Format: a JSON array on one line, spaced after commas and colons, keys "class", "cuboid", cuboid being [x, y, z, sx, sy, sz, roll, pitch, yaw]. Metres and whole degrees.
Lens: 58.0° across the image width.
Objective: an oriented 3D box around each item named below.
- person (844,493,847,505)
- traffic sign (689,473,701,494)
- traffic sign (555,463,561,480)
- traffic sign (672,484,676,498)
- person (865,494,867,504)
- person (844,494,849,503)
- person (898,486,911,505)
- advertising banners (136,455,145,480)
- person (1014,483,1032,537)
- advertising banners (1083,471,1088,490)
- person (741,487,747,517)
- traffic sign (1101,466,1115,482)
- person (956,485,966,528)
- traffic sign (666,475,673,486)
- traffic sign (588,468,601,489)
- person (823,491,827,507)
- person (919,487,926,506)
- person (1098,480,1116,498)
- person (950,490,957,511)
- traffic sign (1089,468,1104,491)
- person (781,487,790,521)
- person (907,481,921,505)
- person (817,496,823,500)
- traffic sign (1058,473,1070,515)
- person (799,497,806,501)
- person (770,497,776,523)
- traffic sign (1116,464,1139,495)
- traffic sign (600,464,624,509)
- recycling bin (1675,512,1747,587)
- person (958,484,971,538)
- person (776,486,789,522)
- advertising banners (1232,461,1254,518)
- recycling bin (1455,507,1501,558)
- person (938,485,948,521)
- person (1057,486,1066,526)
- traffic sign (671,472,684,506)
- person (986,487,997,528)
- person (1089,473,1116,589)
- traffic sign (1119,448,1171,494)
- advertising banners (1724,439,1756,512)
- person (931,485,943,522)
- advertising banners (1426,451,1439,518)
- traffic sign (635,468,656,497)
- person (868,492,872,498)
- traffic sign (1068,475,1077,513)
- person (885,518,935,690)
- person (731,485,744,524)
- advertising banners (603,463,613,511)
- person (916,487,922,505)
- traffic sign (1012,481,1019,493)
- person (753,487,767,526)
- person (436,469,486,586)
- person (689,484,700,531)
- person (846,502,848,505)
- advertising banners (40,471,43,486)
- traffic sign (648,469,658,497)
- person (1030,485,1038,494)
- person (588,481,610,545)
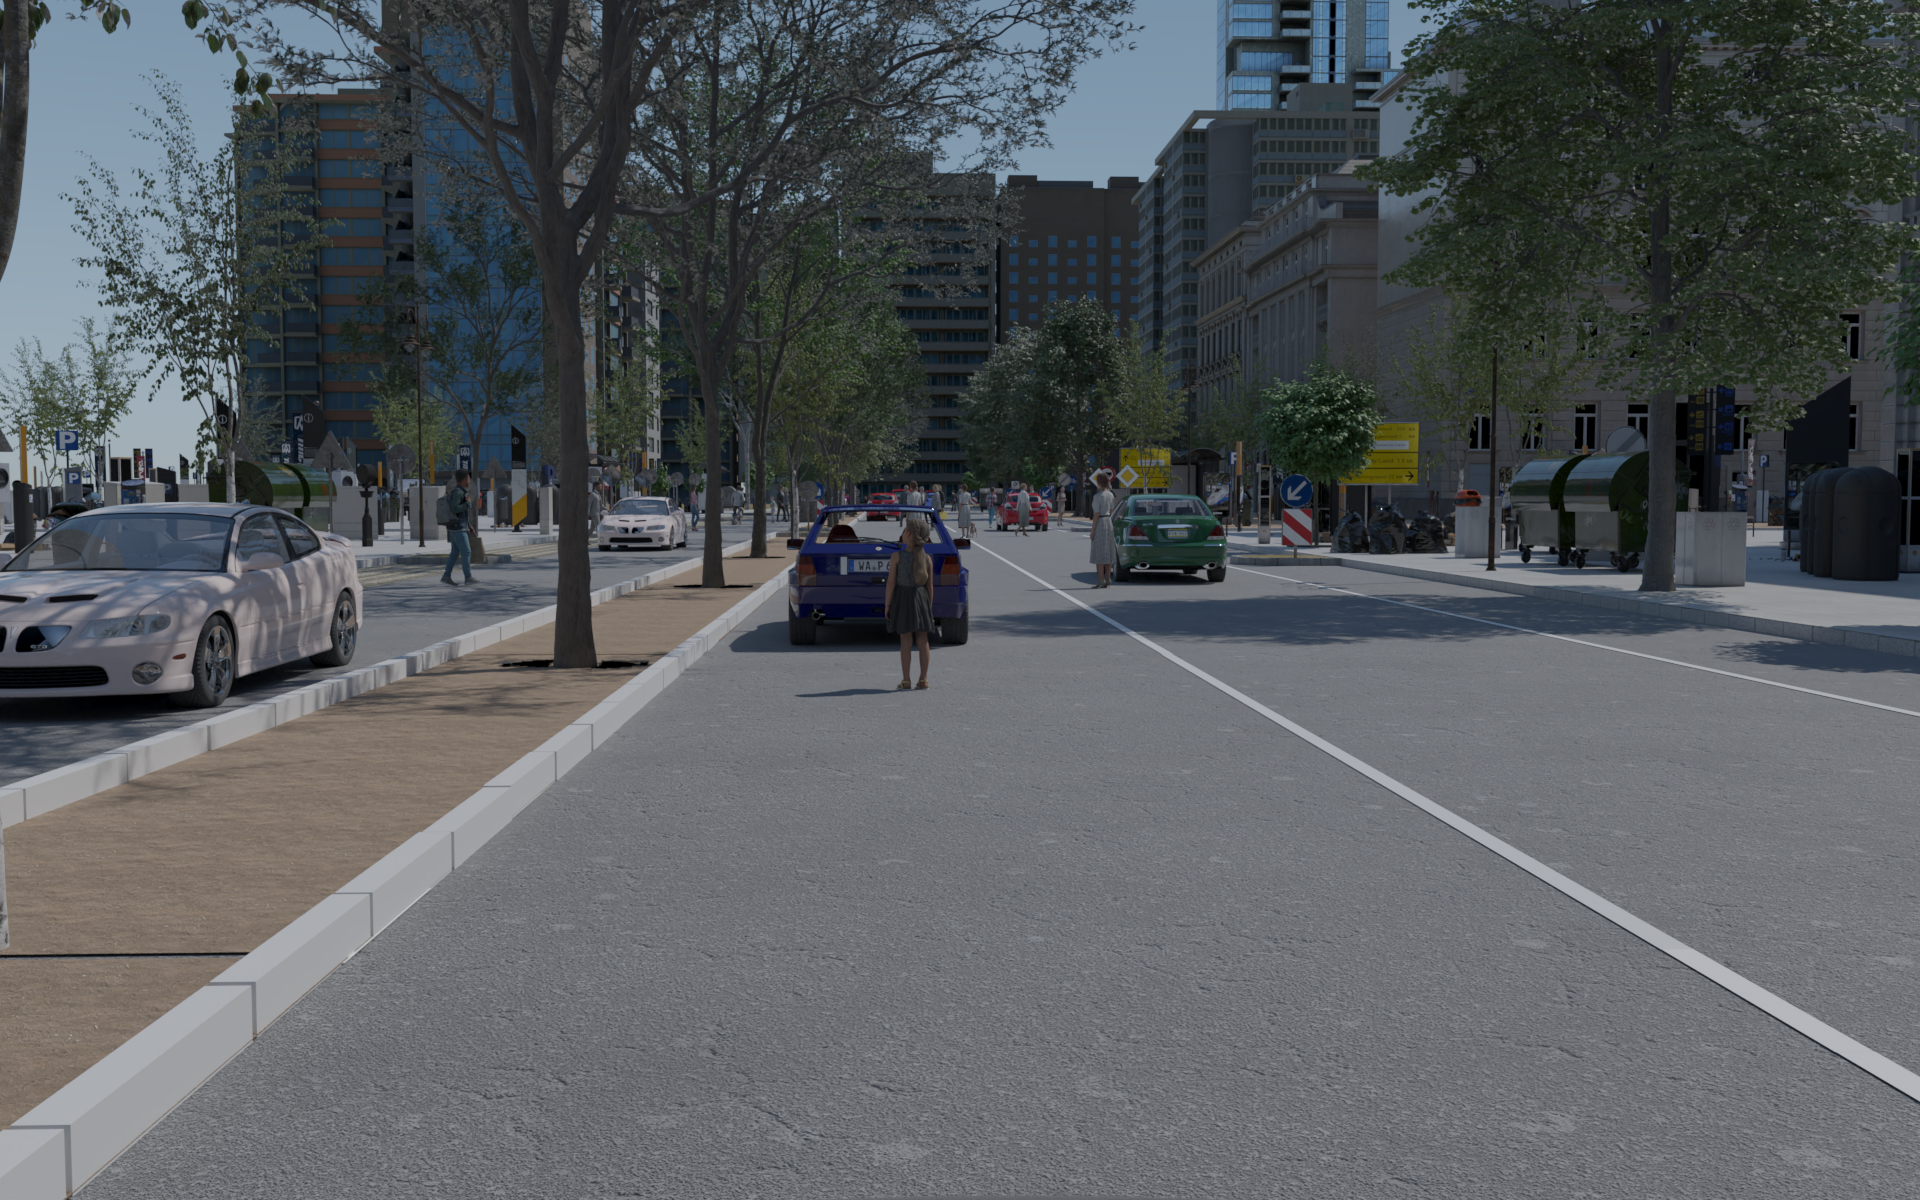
[{"class": "person", "cuboid": [-10.650, -9.138, 157.845, 1.348, 1.831, 0.705, -1, 4, -17]}, {"class": "traffic sign", "cuboid": [-16.293, -6.503, 106.429, 0.768, 2.556, 0.104, 0, 4, 3]}, {"class": "traffic sign", "cuboid": [-16.049, -4.286, 70.179, 0.768, 2.556, 0.104, 0, 4, 7]}, {"class": "traffic sign", "cuboid": [-20.642, -7.638, 124.988, 0.768, 2.556, 0.104, 0, 4, 0]}, {"class": "person", "cuboid": [-10.196, -10.776, 187.953, 0.557, 1.426, 1.065, 1, 4, 9]}, {"class": "person", "cuboid": [-9.592, -8.343, 148.137, 0.991, 1.433, 0.599, -1, 4, -19]}, {"class": "person", "cuboid": [-2.389, -4.071, 75.239, 0.661, 1.801, 0.590, -1, 4, -15]}, {"class": "advertising banners", "cuboid": [-37.044, -5.100, 79.569, 0.090, 3.025, 2.074, 1, 4, 17]}, {"class": "person", "cuboid": [2.091, -3.029, 58.246, 0.641, 1.798, 0.478, -1, 4, -23]}, {"class": "advertising banners", "cuboid": [9.545, -7.733, 122.622, 2.074, 3.025, 0.090, 0, 4, 4]}, {"class": "person", "cuboid": [-13.325, -5.953, 105.606, 0.659, 1.850, 0.755, 0, 4, -2]}, {"class": "traffic sign", "cuboid": [6.658, -4.797, 78.537, 0.768, 2.556, 0.104, 0, 4, 6]}, {"class": "person", "cuboid": [0.094, -3.903, 72.493, 0.473, 1.802, 0.592, 2, 4, 33]}, {"class": "traffic sign", "cuboid": [-17.340, -6.240, 103.215, 0.795, 2.450, 0.064, 0, 4, 0]}, {"class": "traffic sign", "cuboid": [-17.854, -5.148, 84.280, 0.768, 2.556, 0.104, 0, 4, -1]}, {"class": "person", "cuboid": [-14.769, -11.202, 192.472, 1.217, 1.723, 0.721, 2, 4, 27]}, {"class": "person", "cuboid": [-1.737, -4.408, 80.971, 0.834, 1.777, 0.661, 3, 5, 42]}, {"class": "person", "cuboid": [4.694, -2.921, 55.622, 0.648, 1.900, 0.474, -3, 5, -41]}, {"class": "person", "cuboid": [-0.491, -8.157, 142.673, 0.445, 1.727, 0.742, 2, 4, 26]}, {"class": "traffic sign", "cuboid": [5.312, -3.835, 66.341, 0.795, 2.450, 0.064, 0, 4, -2]}, {"class": "person", "cuboid": [-9.167, -5.013, 90.641, 0.526, 1.800, 0.537, -1, 4, -13]}, {"class": "person", "cuboid": [-1.183, -2.043, 42.465, 0.524, 1.755, 0.480, 3, 5, 44]}, {"class": "person", "cuboid": [-10.844, -7.777, 135.429, 0.755, 1.850, 0.659, -2, 4, -24]}, {"class": "traffic sign", "cuboid": [6.415, -6.525, 106.784, 0.768, 2.556, 0.104, 0, 4, -1]}, {"class": "person", "cuboid": [-9.409, -5.790, 104.174, 0.522, 1.701, 0.512, 1, 4, 13]}, {"class": "person", "cuboid": [-9.291, -4.469, 85.849, 0.425, 1.301, 0.394, 3, 4, 36]}, {"class": "traffic sign", "cuboid": [5.635, -3.347, 58.362, 0.795, 2.450, 0.064, 0, 4, -2]}, {"class": "traffic sign", "cuboid": [-11.596, -3.305, 57.686, 0.795, 2.450, 0.064, 0, 4, -2]}, {"class": "recycling bin", "cuboid": [10.539, -0.720, 24.323, 0.722, 1.027, 0.722, 0, 4, 0]}, {"class": "person", "cuboid": [0.124, -2.874, 56.055, 0.480, 1.755, 0.524, -2, 4, -34]}, {"class": "person", "cuboid": [-8.993, -4.860, 87.733, 0.755, 1.850, 0.659, 2, 4, 33]}, {"class": "advertising banners", "cuboid": [14.507, -5.813, 91.232, 2.074, 3.025, 0.090, -1, 4, -13]}, {"class": "recycling bin", "cuboid": [10.445, -1.369, 34.931, 0.722, 1.027, 0.722, 0, 4, -2]}, {"class": "person", "cuboid": [-0.843, -3.747, 69.988, 0.699, 1.804, 1.509, 0, 4, -1]}, {"class": "person", "cuboid": [4.526, -4.170, 77.015, 0.599, 1.781, 0.374, -3, 5, -44]}, {"class": "traffic sign", "cuboid": [-16.444, -6.151, 100.679, 0.768, 2.556, 0.104, 0, 4, 3]}, {"class": "person", "cuboid": [1.321, -3.901, 73.121, 0.563, 1.720, 0.643, 3, 5, 44]}, {"class": "person", "cuboid": [2.114, -1.058, 26.371, 0.524, 1.755, 0.480, 3, 5, 42]}, {"class": "traffic sign", "cuboid": [8.122, -5.020, 75.949, 2.265, 3.308, 0.079, 0, 4, 1]}, {"class": "advertising banners", "cuboid": [24.515, -3.562, 54.427, 2.074, 3.025, 0.090, -3, 5, -42]}, {"class": "person", "cuboid": [-0.914, -3.578, 67.177, 0.728, 1.800, 0.709, 0, 4, 2]}, {"class": "advertising banners", "cuboid": [19.071, -4.512, 69.958, 0.090, 3.025, 2.074, 0, 4, 2]}, {"class": "traffic sign", "cuboid": [-11.919, -3.793, 65.665, 0.795, 2.450, 0.064, 0, 4, -2]}, {"class": "person", "cuboid": [-10.201, -11.398, 196.325, 0.415, 1.643, 0.593, -2, 4, -31]}, {"class": "traffic sign", "cuboid": [7.538, -7.120, 116.522, 0.768, 2.556, 0.104, 0, 4, 1]}, {"class": "person", "cuboid": [-0.372, 0.028, 12.708, 0.362, 1.253, 0.373, -1, 4, -16]}, {"class": "person", "cuboid": [-10.614, -4.541, 82.598, 0.661, 1.843, 0.795, 1, 4, 14]}, {"class": "advertising banners", "cuboid": [-20.236, -6.167, 97.025, 0.090, 3.025, 2.074, 1, 4, 21]}, {"class": "person", "cuboid": [-1.790, -3.813, 71.242, 0.661, 1.777, 0.834, -3, 4, -36]}, {"class": "traffic sign", "cuboid": [4.403, -8.296, 137.770, 0.606, 2.300, 0.079, 0, 4, 6]}, {"class": "person", "cuboid": [-8.894, -4.177, 76.978, 0.592, 1.802, 0.473, -1, 4, -15]}, {"class": "person", "cuboid": [-7.731, -1.124, 26.865, 0.713, 1.824, 0.794, 0, 4, 1]}, {"class": "person", "cuboid": [-10.224, -3.559, 66.704, 0.388, 1.821, 0.555, -2, 4, -31]}, {"class": "person", "cuboid": [-8.518, -7.745, 135.112, 0.713, 1.824, 0.794, 2, 4, 26]}, {"class": "advertising banners", "cuboid": [-70.089, -8.294, 131.786, 0.090, 3.025, 2.074, -3, 5, -43]}, {"class": "traffic sign", "cuboid": [-15.753, -5.381, 88.085, 0.768, 2.556, 0.104, 0, 4, 5]}, {"class": "person", "cuboid": [3.450, -4.518, 82.149, 0.659, 1.850, 0.755, 2, 4, 26]}, {"class": "person", "cuboid": [-10.110, -2.402, 48.054, 0.850, 1.792, 0.678, 1, 4, 9]}]
